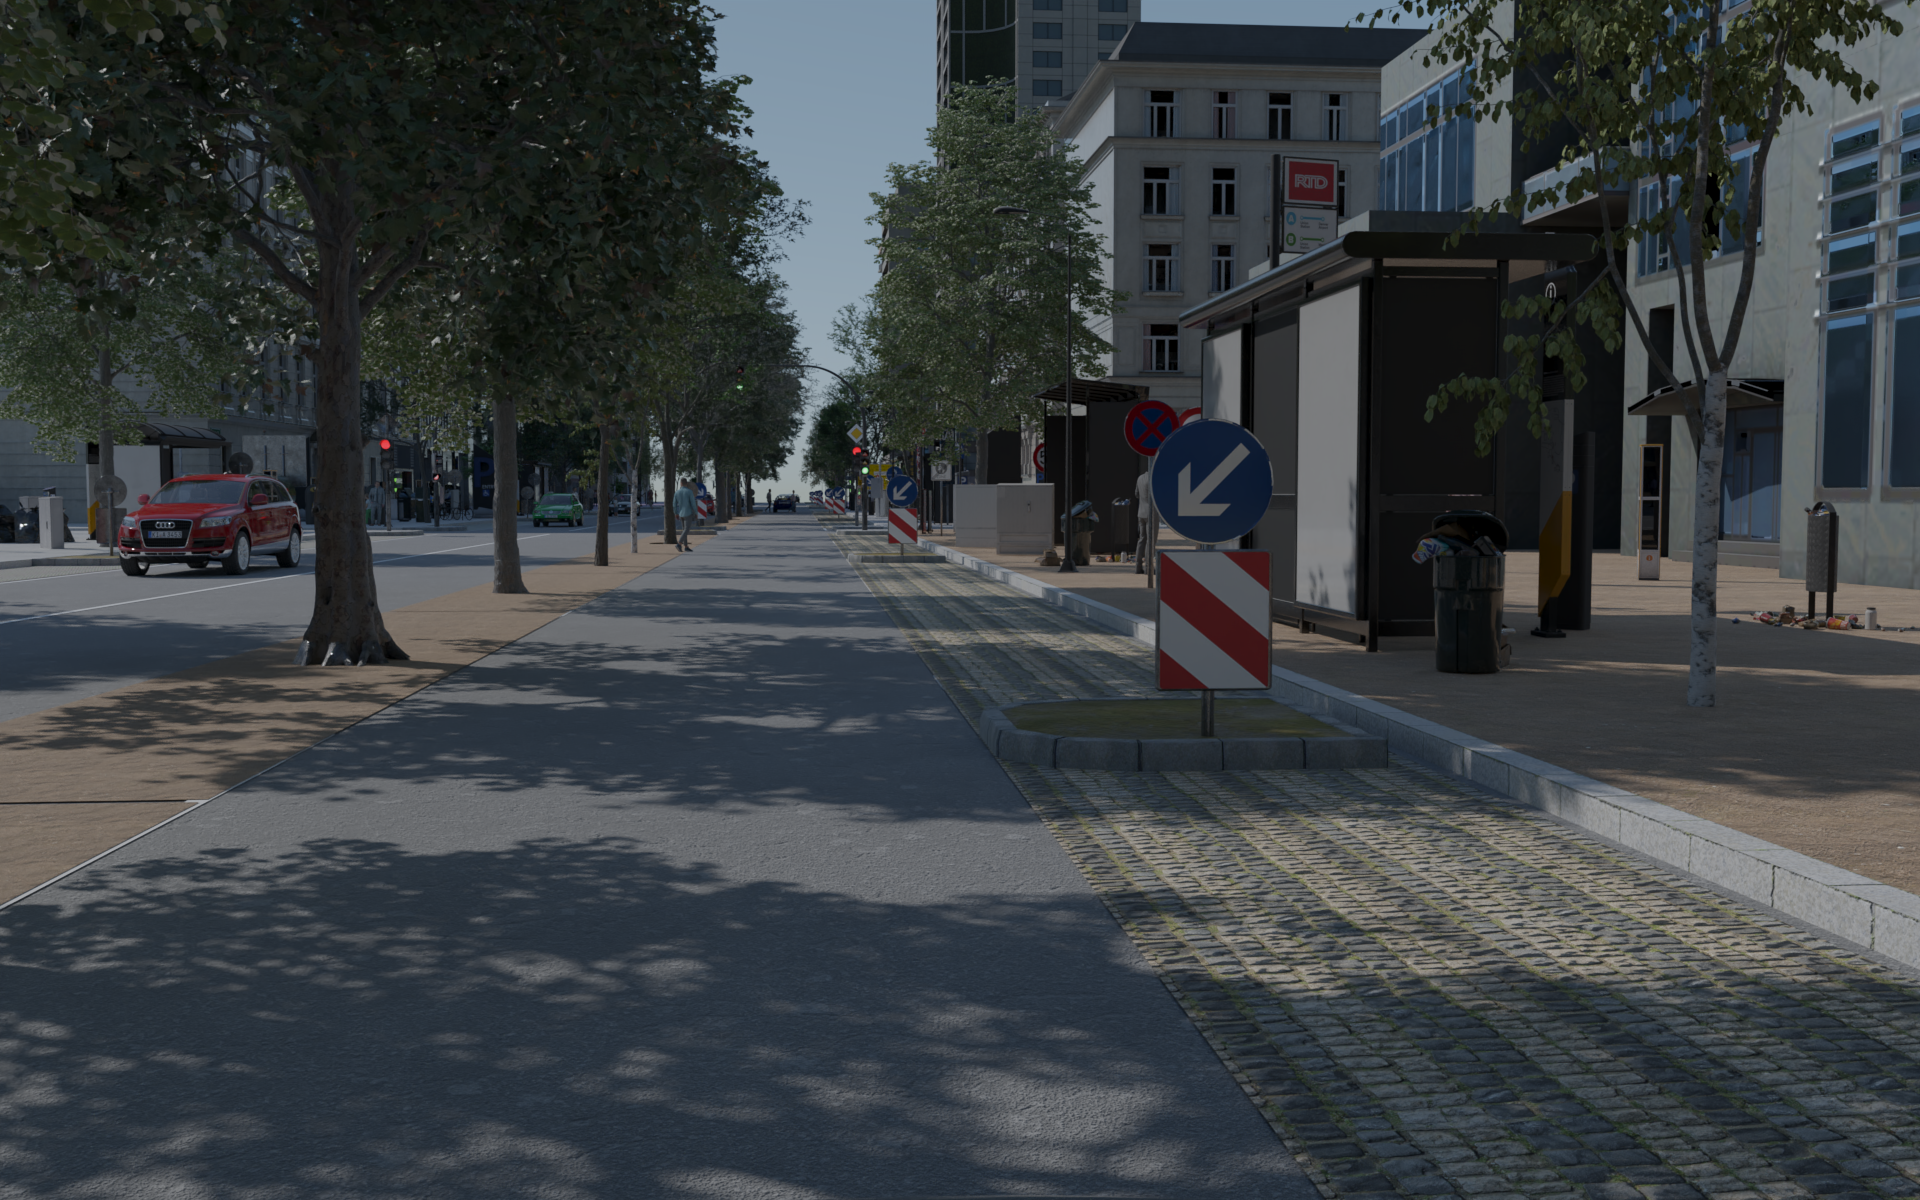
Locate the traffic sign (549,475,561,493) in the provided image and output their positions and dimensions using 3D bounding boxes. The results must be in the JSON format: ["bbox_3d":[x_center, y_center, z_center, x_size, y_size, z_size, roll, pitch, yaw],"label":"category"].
[{"bbox_3d":[-27.259,-7.116,116.347,0.884,2.594,0.081,0,4,-4],"label":"traffic sign"}]

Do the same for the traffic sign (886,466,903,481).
[{"bbox_3d":[-2.981,-4.822,78.947,0.768,2.556,0.104,0,4,-3],"label":"traffic sign"}]

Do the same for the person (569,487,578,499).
[{"bbox_3d":[-21.222,-5.280,94.930,0.679,1.850,0.850,-3,4,-38],"label":"person"}]

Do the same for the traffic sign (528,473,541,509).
[{"bbox_3d":[-25.699,-6.391,104.602,0.768,2.556,0.104,0,4,-4],"label":"traffic sign"}]

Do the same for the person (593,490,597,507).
[{"bbox_3d":[-36.827,-10.273,174.718,1.217,1.736,0.721,0,4,4],"label":"person"}]

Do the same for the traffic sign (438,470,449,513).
[{"bbox_3d":[-27.375,-5.611,91.849,0.768,2.556,0.104,0,4,0],"label":"traffic sign"}]

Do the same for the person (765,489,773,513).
[{"bbox_3d":[-14.635,-7.579,132.266,0.795,1.843,0.661,1,4,21],"label":"person"}]

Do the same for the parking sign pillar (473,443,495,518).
[{"bbox_3d":[-25.061,-6.307,91.594,1.447,3.967,1.447,-1,4,-10],"label":"parking sign pillar"}]

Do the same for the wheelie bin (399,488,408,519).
[{"bbox_3d":[-28.892,-5.053,90.530,0.693,1.594,0.980,1,4,12],"label":"wheelie bin"}]

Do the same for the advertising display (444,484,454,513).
[{"bbox_3d":[-33.962,-6.714,114.983,0.974,1.923,0.123,2,4,33],"label":"advertising display"}]

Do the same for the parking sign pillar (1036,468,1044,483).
[{"bbox_3d":[3.597,-5.099,71.835,1.447,3.967,1.447,2,4,28],"label":"parking sign pillar"}]

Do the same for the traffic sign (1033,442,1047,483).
[{"bbox_3d":[2.138,-2.569,42.112,0.768,2.556,0.104,0,4,-4],"label":"traffic sign"}]

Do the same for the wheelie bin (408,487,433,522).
[{"bbox_3d":[-24.370,-4.316,78.470,0.980,1.594,0.693,-1,4,-18],"label":"wheelie bin"}]

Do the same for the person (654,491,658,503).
[{"bbox_3d":[-44.161,-15.022,251.586,0.705,1.831,1.348,0,4,7],"label":"person"}]

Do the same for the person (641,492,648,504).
[{"bbox_3d":[-40.872,-13.436,225.741,1.348,1.821,0.705,-1,4,-11],"label":"person"}]

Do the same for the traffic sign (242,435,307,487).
[{"bbox_3d":[-23.760,-4.047,60.049,2.265,3.308,0.079,0,4,4],"label":"traffic sign"}]

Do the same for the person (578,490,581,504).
[{"bbox_3d":[-40.978,-11.052,187.456,0.721,1.735,1.217,1,4,23],"label":"person"}]

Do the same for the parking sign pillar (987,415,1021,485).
[{"bbox_3d":[1.297,-4.124,55.895,1.447,3.967,1.447,-1,4,-12],"label":"parking sign pillar"}]

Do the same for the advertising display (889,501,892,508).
[{"bbox_3d":[-4.130,-6.224,106.973,0.123,1.923,0.974,-3,5,-41],"label":"advertising display"}]

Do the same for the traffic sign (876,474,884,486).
[{"bbox_3d":[-5.351,-6.895,112.735,0.884,2.594,0.081,0,4,3],"label":"traffic sign"}]

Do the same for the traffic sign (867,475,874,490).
[{"bbox_3d":[-5.972,-6.981,114.238,0.768,2.556,0.104,0,4,0],"label":"traffic sign"}]

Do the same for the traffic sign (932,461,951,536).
[{"bbox_3d":[-0.562,-3.072,52.359,0.606,2.300,0.079,0,4,4],"label":"traffic sign"}]

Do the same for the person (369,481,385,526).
[{"bbox_3d":[-23.500,-3.892,69.782,0.635,1.810,0.391,-1,4,-21],"label":"person"}]

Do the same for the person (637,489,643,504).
[{"bbox_3d":[-34.703,-11.062,186.916,1.348,1.823,0.705,2,4,29],"label":"person"}]

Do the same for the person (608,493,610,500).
[{"bbox_3d":[-41.265,-11.888,203.664,0.557,1.426,1.065,-1,4,-9],"label":"person"}]

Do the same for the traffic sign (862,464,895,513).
[{"bbox_3d":[-5.409,-7.442,115.550,2.265,3.308,0.079,0,4,3],"label":"traffic sign"}]

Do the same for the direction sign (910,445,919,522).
[{"bbox_3d":[-2.075,-5.360,79.634,0.379,3.537,0.876,-2,4,-33],"label":"direction sign"}]

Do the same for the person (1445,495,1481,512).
[{"bbox_3d":[5.859,-0.829,20.191,0.593,1.750,0.643,3,5,41],"label":"person"}]

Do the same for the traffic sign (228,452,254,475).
[{"bbox_3d":[-21.714,-3.193,52.312,0.768,2.556,0.104,0,4,1],"label":"traffic sign"}]

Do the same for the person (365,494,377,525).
[{"bbox_3d":[-24.143,-3.702,70.821,0.590,1.304,0.306,-1,4,-15],"label":"person"}]

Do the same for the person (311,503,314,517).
[{"bbox_3d":[-26.301,-3.974,71.116,0.694,1.812,0.767,1,4,11],"label":"person"}]

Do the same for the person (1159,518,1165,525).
[{"bbox_3d":[8.140,-3.850,70.797,0.589,1.601,0.330,-3,4,-38],"label":"person"}]

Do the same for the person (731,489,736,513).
[{"bbox_3d":[-16.749,-7.330,128.204,0.638,1.841,0.748,1,4,18],"label":"person"}]

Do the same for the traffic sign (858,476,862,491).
[{"bbox_3d":[-7.456,-9.231,144.807,2.265,3.308,0.079,0,4,-3],"label":"traffic sign"}]

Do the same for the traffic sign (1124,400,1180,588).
[{"bbox_3d":[2.599,-1.433,23.544,0.768,2.556,0.104,0,4,-3],"label":"traffic sign"}]

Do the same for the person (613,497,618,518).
[{"bbox_3d":[-21.055,-5.667,105.843,0.332,1.250,0.352,-2,4,-24],"label":"person"}]

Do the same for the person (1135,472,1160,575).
[{"bbox_3d":[3.054,-1.331,27.607,0.447,1.846,0.655,-2,4,-25],"label":"person"}]

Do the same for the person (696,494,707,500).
[{"bbox_3d":[-15.605,-5.912,104.523,0.648,1.900,0.474,-3,5,-39],"label":"person"}]

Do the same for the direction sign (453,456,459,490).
[{"bbox_3d":[-29.960,-6.787,102.970,0.379,3.537,0.876,-2,4,-35],"label":"direction sign"}]

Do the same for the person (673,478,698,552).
[{"bbox_3d":[-6.864,-2.110,42.867,0.638,1.841,0.748,3,4,37],"label":"person"}]

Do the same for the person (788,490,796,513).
[{"bbox_3d":[-12.646,-7.391,130.016,0.598,1.740,0.731,0,4,-4],"label":"person"}]

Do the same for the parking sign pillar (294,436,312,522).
[{"bbox_3d":[-31.042,-5.660,81.008,1.447,3.967,1.447,-1,4,-11],"label":"parking sign pillar"}]

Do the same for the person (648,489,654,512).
[{"bbox_3d":[-24.999,-8.045,140.010,0.580,1.828,0.573,3,5,39],"label":"person"}]

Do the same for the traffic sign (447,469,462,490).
[{"bbox_3d":[-26.017,-5.449,89.200,0.768,2.556,0.104,0,4,-4],"label":"traffic sign"}]

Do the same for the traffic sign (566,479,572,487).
[{"bbox_3d":[-29.914,-8.050,131.727,0.768,2.556,0.104,0,4,-2],"label":"traffic sign"}]

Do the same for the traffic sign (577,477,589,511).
[{"bbox_3d":[-28.708,-8.066,131.877,0.884,2.594,0.081,0,4,-5],"label":"traffic sign"}]

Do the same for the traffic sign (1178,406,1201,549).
[{"bbox_3d":[3.477,-1.536,25.221,0.768,2.556,0.104,0,4,-1],"label":"traffic sign"}]
